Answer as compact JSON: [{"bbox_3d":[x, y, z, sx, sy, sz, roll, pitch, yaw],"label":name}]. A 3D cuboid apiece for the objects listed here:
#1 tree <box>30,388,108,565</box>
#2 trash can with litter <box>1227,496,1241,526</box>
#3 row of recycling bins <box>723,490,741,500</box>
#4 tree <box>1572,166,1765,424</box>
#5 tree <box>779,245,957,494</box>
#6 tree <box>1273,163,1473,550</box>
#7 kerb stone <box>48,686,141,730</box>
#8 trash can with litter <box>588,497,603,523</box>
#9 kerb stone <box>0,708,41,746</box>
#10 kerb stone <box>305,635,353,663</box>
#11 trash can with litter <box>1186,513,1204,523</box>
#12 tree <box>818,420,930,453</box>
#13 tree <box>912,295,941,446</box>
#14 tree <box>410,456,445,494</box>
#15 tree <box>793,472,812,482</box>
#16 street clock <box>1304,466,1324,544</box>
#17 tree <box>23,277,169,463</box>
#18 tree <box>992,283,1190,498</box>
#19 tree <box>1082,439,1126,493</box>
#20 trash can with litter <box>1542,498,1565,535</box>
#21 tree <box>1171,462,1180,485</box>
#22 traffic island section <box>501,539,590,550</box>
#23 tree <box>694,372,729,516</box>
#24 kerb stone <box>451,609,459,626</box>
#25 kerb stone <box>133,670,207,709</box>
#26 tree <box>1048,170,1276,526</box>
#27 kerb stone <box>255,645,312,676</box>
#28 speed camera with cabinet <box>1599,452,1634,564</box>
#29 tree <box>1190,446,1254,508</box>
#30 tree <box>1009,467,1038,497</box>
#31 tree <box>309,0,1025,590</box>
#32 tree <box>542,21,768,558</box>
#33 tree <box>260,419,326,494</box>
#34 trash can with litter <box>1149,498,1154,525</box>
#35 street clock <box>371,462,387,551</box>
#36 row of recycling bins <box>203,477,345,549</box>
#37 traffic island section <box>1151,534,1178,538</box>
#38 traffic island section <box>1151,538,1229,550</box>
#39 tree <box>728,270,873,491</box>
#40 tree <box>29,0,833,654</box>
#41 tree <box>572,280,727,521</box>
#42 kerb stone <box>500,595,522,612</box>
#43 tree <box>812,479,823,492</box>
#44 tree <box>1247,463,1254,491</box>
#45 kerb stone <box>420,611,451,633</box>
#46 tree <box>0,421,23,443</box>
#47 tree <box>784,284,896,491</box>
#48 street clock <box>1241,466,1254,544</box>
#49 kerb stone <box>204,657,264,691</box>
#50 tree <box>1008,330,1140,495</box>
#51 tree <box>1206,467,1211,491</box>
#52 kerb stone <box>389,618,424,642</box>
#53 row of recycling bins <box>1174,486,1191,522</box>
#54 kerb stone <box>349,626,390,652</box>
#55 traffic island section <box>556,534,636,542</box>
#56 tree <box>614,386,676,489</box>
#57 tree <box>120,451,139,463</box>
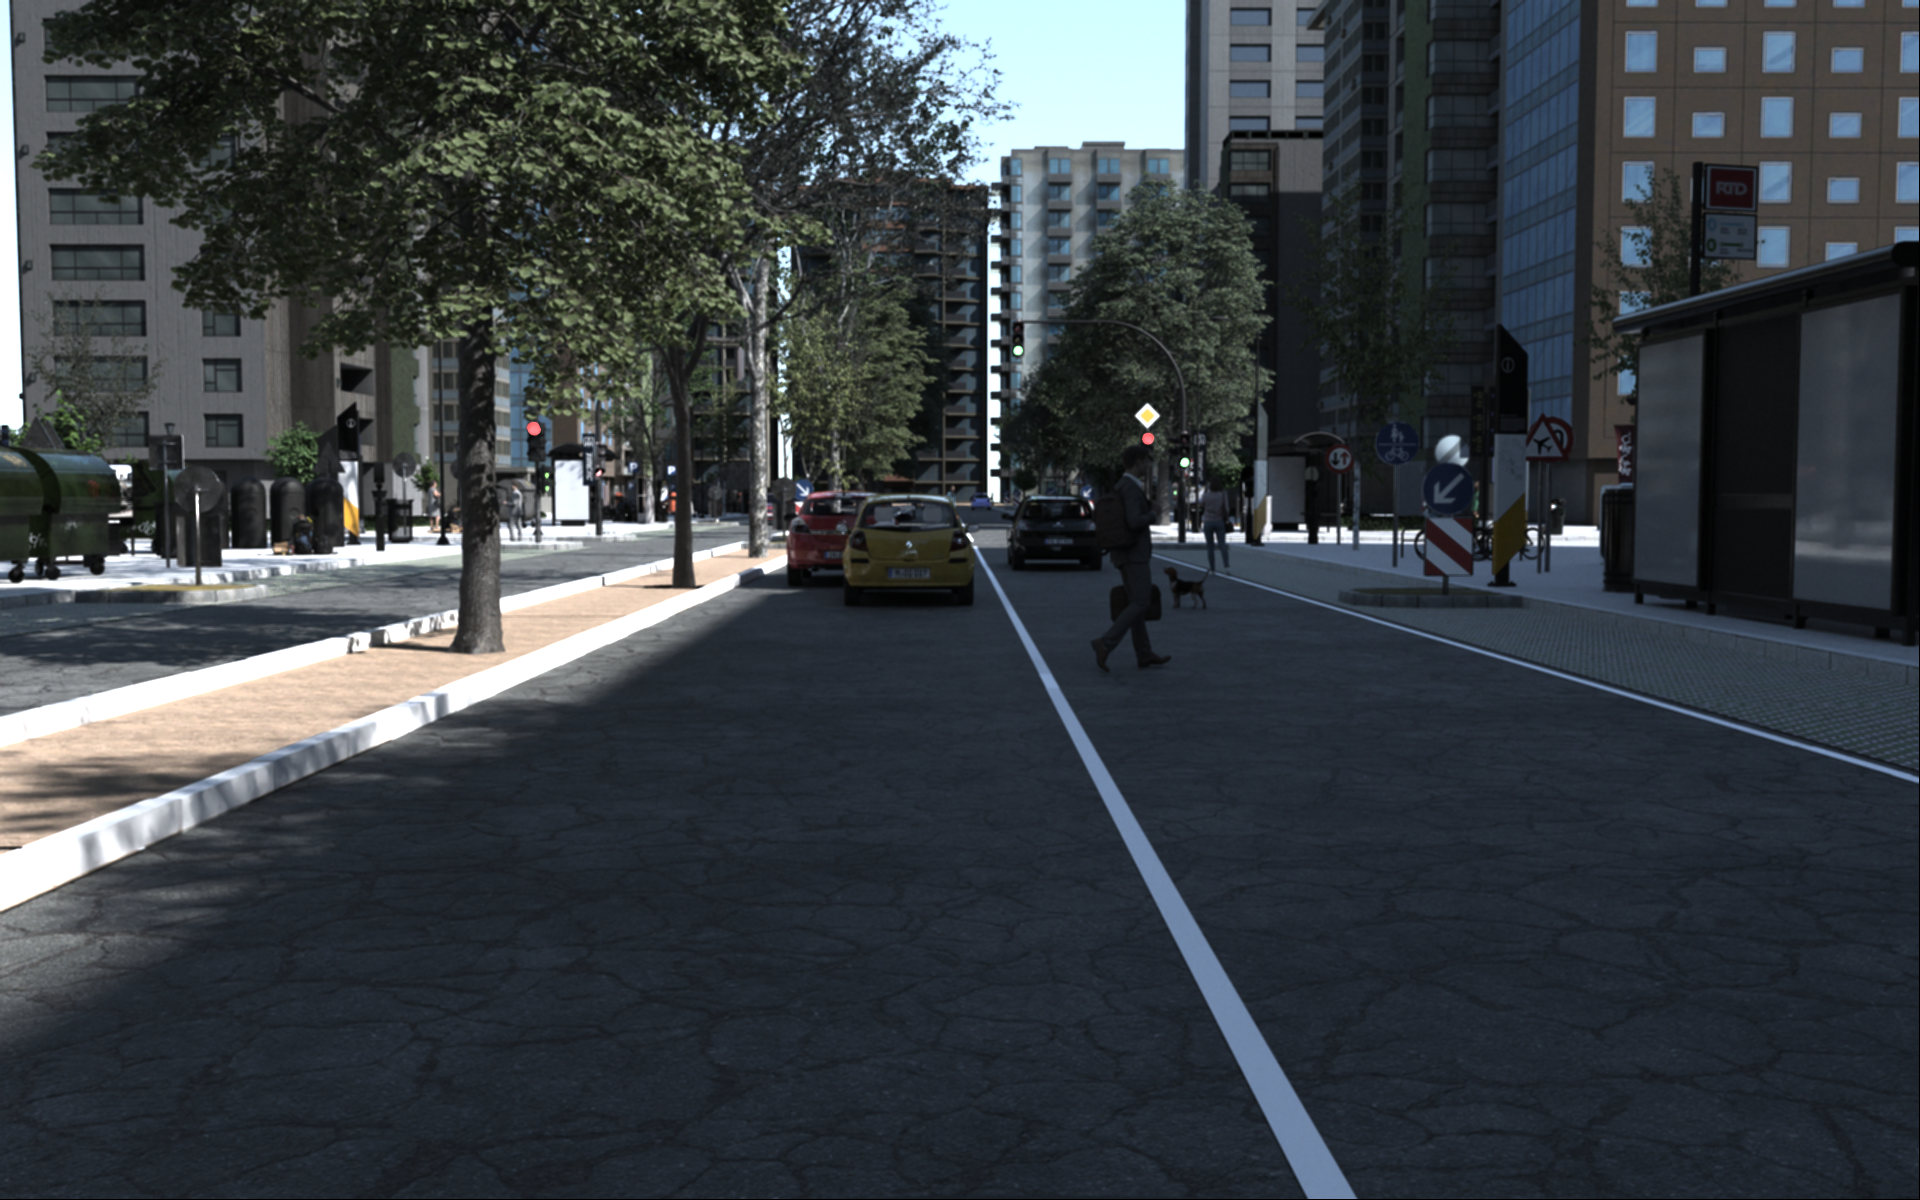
[{"bbox_3d":[-16.508,-2.265,31.630,1.663,3.219,1.824,0,3,0],"label":"tree"},{"bbox_3d":[11.496,-3.570,69.434,1.678,1.210,2.233,3,5,41],"label":"trash can with litter"},{"bbox_3d":[-16.084,-7.309,126.619,3.534,1.692,1.069,1,4,9],"label":"row of recycling bins"},{"bbox_3d":[15.970,-5.382,38.350,4.737,8.622,4.395,0,3,0],"label":"tree"},{"bbox_3d":[-4.648,-11.004,89.027,9.857,13.997,8.962,0,3,0],"label":"tree"},{"bbox_3d":[9.320,-5.449,39.446,4.737,8.622,4.395,0,3,0],"label":"tree"},{"bbox_3d":[-5.475,0.690,10.920,0.120,0.150,1.000,0,4,0],"label":"kerb stone"},{"bbox_3d":[-15.942,-3.914,75.373,0.624,1.170,1.055,0,4,5],"label":"trash can with litter"},{"bbox_3d":[-5.472,0.755,9.899,0.120,0.150,1.000,0,4,0],"label":"kerb stone"},{"bbox_3d":[-5.524,0.438,15.031,0.120,0.150,1.000,0,4,0],"label":"kerb stone"},{"bbox_3d":[10.657,-3.950,75.637,2.233,1.210,1.678,1,4,15],"label":"trash can with litter"},{"bbox_3d":[-5.602,-10.819,113.755,8.767,10.594,7.601,0,4,0],"label":"tree"},{"bbox_3d":[-4.778,-9.745,79.922,7.486,12.596,7.792,0,3,0],"label":"tree"},{"bbox_3d":[-27.064,-5.702,87.829,1.663,3.219,1.824,0,3,0],"label":"tree"},{"bbox_3d":[-14.215,-9.664,152.612,1.663,3.219,1.824,0,3,0],"label":"tree"},{"bbox_3d":[9.070,-2.439,44.440,0.358,2.002,0.471,-3,5,-43],"label":"street clock"},{"bbox_3d":[-29.896,-6.685,59.661,4.360,8.622,3.978,0,3,0],"label":"tree"},{"bbox_3d":[7.578,-9.798,85.947,9.928,11.665,9.643,0,3,0],"label":"tree"},{"bbox_3d":[8.595,-6.966,97.605,4.285,4.588,4.351,0,3,0],"label":"tree"},{"bbox_3d":[18.570,-2.637,54.499,0.624,1.170,1.055,-1,4,-13],"label":"trash can with litter"},{"bbox_3d":[16.221,-8.313,119.628,4.285,4.588,4.351,0,3,0],"label":"tree"},{"bbox_3d":[-11.087,-1.418,45.459,2.009,0.180,2.903,0,4,0],"label":"traffic island section"},{"bbox_3d":[-13.592,-9.157,100.079,4.737,8.622,4.395,0,3,0],"label":"tree"},{"bbox_3d":[-5.548,0.190,19.131,0.120,0.150,1.000,0,4,0],"label":"kerb stone"},{"bbox_3d":[-5.486,0.627,11.950,0.120,0.150,1.000,0,4,0],"label":"kerb stone"},{"bbox_3d":[8.286,-9.977,69.786,9.857,13.997,8.962,0,3,0],"label":"tree"},{"bbox_3d":[-5.507,0.501,14.009,0.120,0.150,1.000,0,4,0],"label":"kerb stone"},{"bbox_3d":[11.992,-2.218,30.602,0.660,3.252,2.038,0,4,-2],"label":"speed camera with cabinet"},{"bbox_3d":[17.796,-7.940,113.530,4.285,4.588,4.351,0,3,0],"label":"tree"},{"bbox_3d":[7.044,-12.510,188.246,4.285,4.588,4.351,0,3,0],"label":"tree"},{"bbox_3d":[-4.146,-6.901,25.656,12.009,13.543,11.850,0,3,0],"label":"tree"},{"bbox_3d":[-5.749,-11.056,39.105,12.611,20.169,13.585,0,3,0],"label":"tree"},{"bbox_3d":[-28.776,-5.628,75.732,4.285,4.588,4.351,0,3,0],"label":"tree"},{"bbox_3d":[7.870,-3.668,71.358,0.624,1.170,1.055,-2,4,-24],"label":"trash can with litter"},{"bbox_3d":[-13.027,-2.098,38.876,0.358,2.002,0.471,-1,4,-19],"label":"street clock"},{"bbox_3d":[-16.386,-2.077,41.066,3.534,1.692,1.069,-3,5,-40],"label":"row of recycling bins"},{"bbox_3d":[5.790,-1.914,53.576,2.009,0.180,2.903,0,4,0],"label":"traffic island section"},{"bbox_3d":[5.854,-1.426,45.591,2.009,0.180,2.903,0,4,0],"label":"traffic island section"},{"bbox_3d":[-4.832,-6.281,55.509,4.737,8.622,4.395,0,3,0],"label":"tree"},{"bbox_3d":[-4.440,-5.815,15.658,7.486,12.596,7.792,0,3,0],"label":"tree"},{"bbox_3d":[-14.778,-9.637,83.324,9.928,11.665,9.643,0,3,0],"label":"tree"},{"bbox_3d":[-5.571,0.062,21.178,0.120,0.150,1.000,0,4,0],"label":"kerb stone"},{"bbox_3d":[-15.197,-11.547,183.401,1.663,3.219,1.824,0,3,0],"label":"tree"},{"bbox_3d":[18.781,-7.046,109.810,1.663,3.219,1.824,0,3,0],"label":"tree"},{"bbox_3d":[-5.548,0.250,18.109,0.120,0.150,1.000,0,4,0],"label":"kerb stone"},{"bbox_3d":[-66.837,-9.130,112.182,11.467,7.101,20.602,-1,4,-12],"label":"tree"},{"bbox_3d":[-4.247,-6.571,60.253,4.360,8.622,3.978,0,3,0],"label":"tree"},{"bbox_3d":[7.450,-2.447,44.572,0.471,2.002,0.358,1,4,9],"label":"street clock"},{"bbox_3d":[-5.496,0.570,12.979,0.120,0.150,1.000,0,4,0],"label":"kerb stone"},{"bbox_3d":[8.125,-12.172,116.013,9.611,12.733,9.660,0,3,0],"label":"tree"},{"bbox_3d":[14.452,-6.768,105.264,1.663,3.219,1.824,0,3,0],"label":"tree"},{"bbox_3d":[-5.523,0.314,17.087,0.120,0.150,1.000,0,4,0],"label":"kerb stone"},{"bbox_3d":[10.461,-4.466,80.138,1.069,1.692,3.534,1,4,14],"label":"row of recycling bins"},{"bbox_3d":[-5.525,0.377,16.053,0.120,0.150,1.000,0,4,0],"label":"kerb stone"},{"bbox_3d":[-11.151,-1.906,53.444,2.009,0.180,2.903,0,4,0],"label":"traffic island section"},{"bbox_3d":[-21.203,-10.120,115.818,4.360,8.622,3.978,0,3,0],"label":"tree"},{"bbox_3d":[-36.625,-4.987,76.143,1.663,3.219,1.824,0,3,0],"label":"tree"}]
